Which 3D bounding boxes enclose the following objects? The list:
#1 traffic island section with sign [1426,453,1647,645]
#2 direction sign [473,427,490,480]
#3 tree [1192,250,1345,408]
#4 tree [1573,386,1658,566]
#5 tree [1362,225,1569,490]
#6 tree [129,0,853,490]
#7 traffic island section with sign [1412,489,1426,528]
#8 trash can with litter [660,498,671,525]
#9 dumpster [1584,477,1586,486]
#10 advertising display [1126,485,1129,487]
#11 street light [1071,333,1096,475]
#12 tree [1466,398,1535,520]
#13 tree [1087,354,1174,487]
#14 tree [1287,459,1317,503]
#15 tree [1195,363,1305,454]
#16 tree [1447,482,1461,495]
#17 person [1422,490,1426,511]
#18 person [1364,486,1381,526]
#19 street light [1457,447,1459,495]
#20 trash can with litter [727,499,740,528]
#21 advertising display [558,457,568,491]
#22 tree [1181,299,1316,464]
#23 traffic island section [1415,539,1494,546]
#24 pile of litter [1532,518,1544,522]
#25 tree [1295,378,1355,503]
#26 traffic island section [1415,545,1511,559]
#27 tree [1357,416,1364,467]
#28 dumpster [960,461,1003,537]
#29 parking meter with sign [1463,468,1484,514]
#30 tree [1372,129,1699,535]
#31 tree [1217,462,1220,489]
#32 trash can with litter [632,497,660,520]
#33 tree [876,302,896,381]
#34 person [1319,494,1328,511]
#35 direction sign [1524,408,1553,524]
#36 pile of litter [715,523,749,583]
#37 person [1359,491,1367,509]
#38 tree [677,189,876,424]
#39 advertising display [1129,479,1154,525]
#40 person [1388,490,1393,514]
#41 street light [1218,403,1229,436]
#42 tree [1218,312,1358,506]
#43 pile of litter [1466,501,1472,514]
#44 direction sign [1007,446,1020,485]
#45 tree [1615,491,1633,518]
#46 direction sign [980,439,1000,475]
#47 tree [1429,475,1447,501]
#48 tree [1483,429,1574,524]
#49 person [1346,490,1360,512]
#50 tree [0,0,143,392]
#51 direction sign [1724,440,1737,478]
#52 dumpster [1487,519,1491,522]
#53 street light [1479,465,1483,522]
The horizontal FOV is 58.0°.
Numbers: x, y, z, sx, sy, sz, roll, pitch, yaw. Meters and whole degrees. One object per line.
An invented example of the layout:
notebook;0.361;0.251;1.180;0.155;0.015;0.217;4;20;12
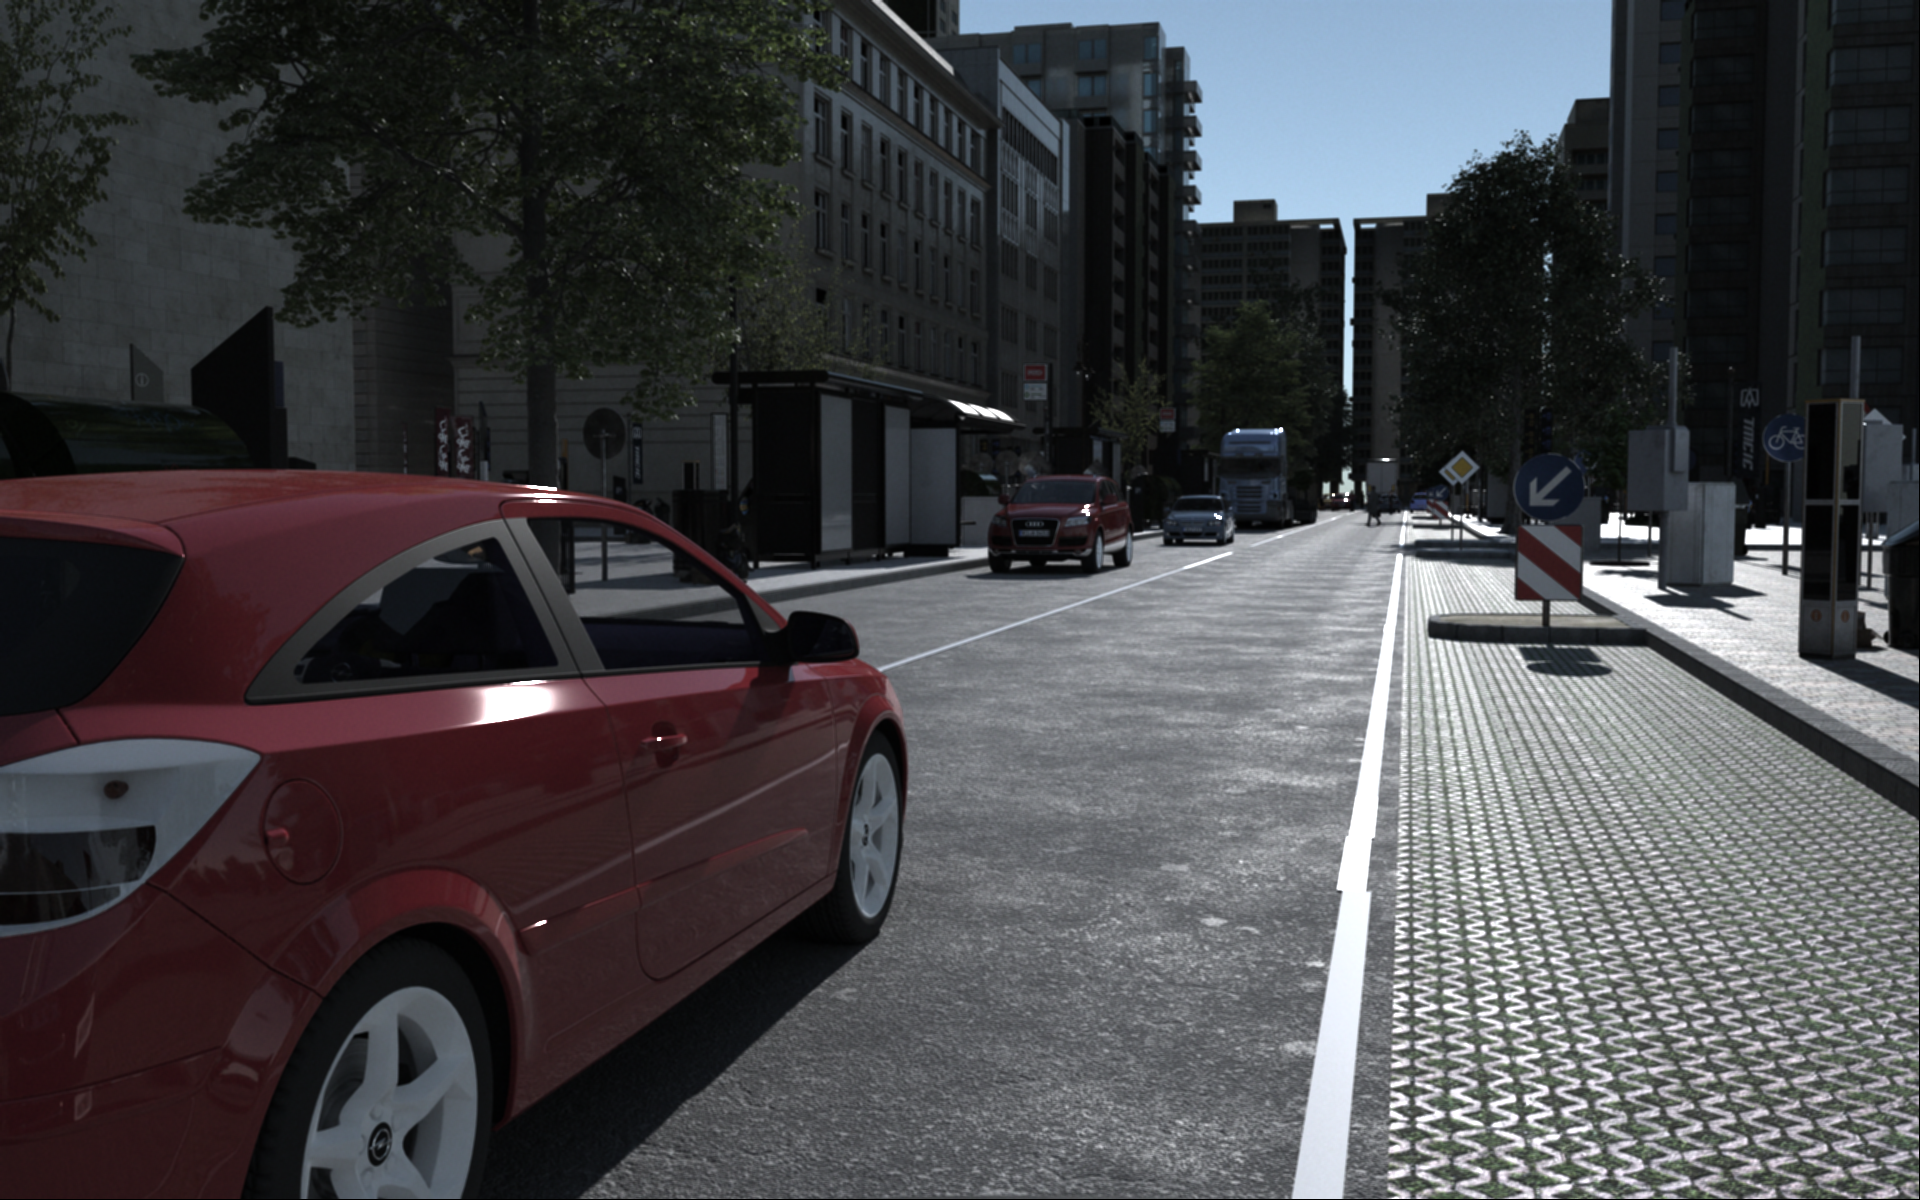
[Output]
traffic island section with sign;5.773;-0.543;17.500;1.989;1.847;2.006;1;4;14
direction sign;-16.291;-4.075;58.624;0.876;3.537;0.379;-3;5;-44
tree;24.081;-17.206;137.215;12.611;20.169;13.585;0;3;0
tree;11.876;-2.251;31.409;1.663;3.219;1.824;0;3;0
tree;30.810;-15.247;105.185;12.611;20.169;13.585;0;3;0
tree;-4.892;-6.179;19.162;7.486;12.596;7.792;0;3;0
traffic island section with sign;19.959;-3.898;72.354;1.989;1.847;2.006;1;4;14
trash can with litter;-10.206;-3.025;60.848;1.055;1.170;0.624;0;4;2
dumpster;23.663;-3.999;67.872;1.502;2.255;1.985;1;4;15
advertising display;11.841;-7.274;124.136;0.974;1.923;0.123;2;4;28
street light;3.560;-4.721;49.981;0.468;5.910;1.993;1;4;14
tree;25.656;-8.201;84.455;4.737;8.622;4.395;0;3;0
tree;8.929;-8.566;90.424;4.360;8.622;3.978;0;3;0
tree;31.252;-10.742;159.352;4.285;4.588;4.351;0;3;0
tree;18.618;-10.779;110.643;7.601;10.594;8.767;-1;4;-20
tree;41.647;-9.141;144.058;1.663;3.219;1.824;0;3;0
person;38.944;-8.302;144.760;0.750;1.759;0.617;0;4;5
person;18.682;-4.268;78.384;0.767;1.812;0.694;3;5;44
street light;34.080;-8.913;118.510;0.468;5.910;1.993;1;4;14
trash can with litter;-7.357;-2.702;55.559;0.624;1.170;1.055;3;5;41
advertising display;-7.185;-1.552;30.586;0.123;1.923;0.974;-3;4;-37
tree;16.797;-11.173;100.804;7.486;12.596;7.792;0;3;0
traffic island section;13.464;-1.530;47.303;2.009;0.180;2.903;1;4;14
pile of litter;29.113;-4.429;86.379;1.176;0.858;1.719;1;4;15
tree;35.495;-16.361;177.876;12.009;13.543;11.850;0;3;0
traffic island section;11.462;-1.058;39.572;2.009;0.180;2.903;1;4;14
tree;39.659;-17.347;190.272;9.857;13.997;8.962;0;3;0
dumpster;0.307;-2.947;50.681;1.502;2.255;1.985;1;4;14
parking meter with sign;33.399;-7.181;113.676;1.738;3.016;0.543;0;4;-6
tree;17.726;-8.433;54.894;9.611;12.733;9.660;0;3;0
tree;14.302;-5.978;92.344;1.663;3.219;1.824;0;3;0
trash can with litter;-8.379;-2.041;44.756;0.624;1.170;1.055;-3;5;-41
tree;-4.268;-6.286;53.143;4.360;8.622;3.978;0;3;0
person;30.714;-8.226;146.185;0.799;1.438;0.628;1;4;21
direction sign;15.341;-3.304;46.024;0.379;3.537;0.876;-2;4;-34
pile of litter;-3.592;-0.684;25.146;1.176;0.858;1.719;1;4;12
person;39.410;-9.793;169.336;1.217;1.735;0.721;-3;5;-41
tree;-4.755;-5.585;41.676;4.360;8.622;3.978;0;3;0
advertising display;7.642;-4.099;72.226;0.974;1.923;0.123;0;4;-8
person;30.609;-6.977;123.383;0.445;1.727;0.742;-2;4;-28
street light;13.356;-7.044;87.961;0.468;5.910;1.993;1;4;14
tree;22.032;-13.216;122.743;9.857;13.997;8.962;0;3;0
pile of litter;35.201;-6.287;116.760;1.719;0.858;1.176;-3;5;-39
direction sign;2.562;-5.533;82.465;0.379;3.537;0.876;-3;5;-42
tree;36.220;-6.711;93.432;4.285;4.588;4.351;0;3;0
direction sign;1.225;-4.852;71.323;0.876;3.537;0.379;1;4;21
tree;50.237;-11.955;179.181;4.285;4.588;4.351;0;3;0
tree;20.854;-4.901;63.841;4.285;4.588;4.351;0;3;0
person;31.146;-7.836;137.346;1.217;1.743;0.721;3;5;40
tree;-12.693;-4.400;22.309;4.737;8.622;4.395;0;3;0
direction sign;32.216;-4.915;72.355;0.876;3.537;0.379;-2;4;-28
dumpster;25.248;-4.592;80.833;1.264;1.857;1.865;1;4;14
street light;24.273;-6.589;80.522;0.468;5.910;1.993;1;4;14
